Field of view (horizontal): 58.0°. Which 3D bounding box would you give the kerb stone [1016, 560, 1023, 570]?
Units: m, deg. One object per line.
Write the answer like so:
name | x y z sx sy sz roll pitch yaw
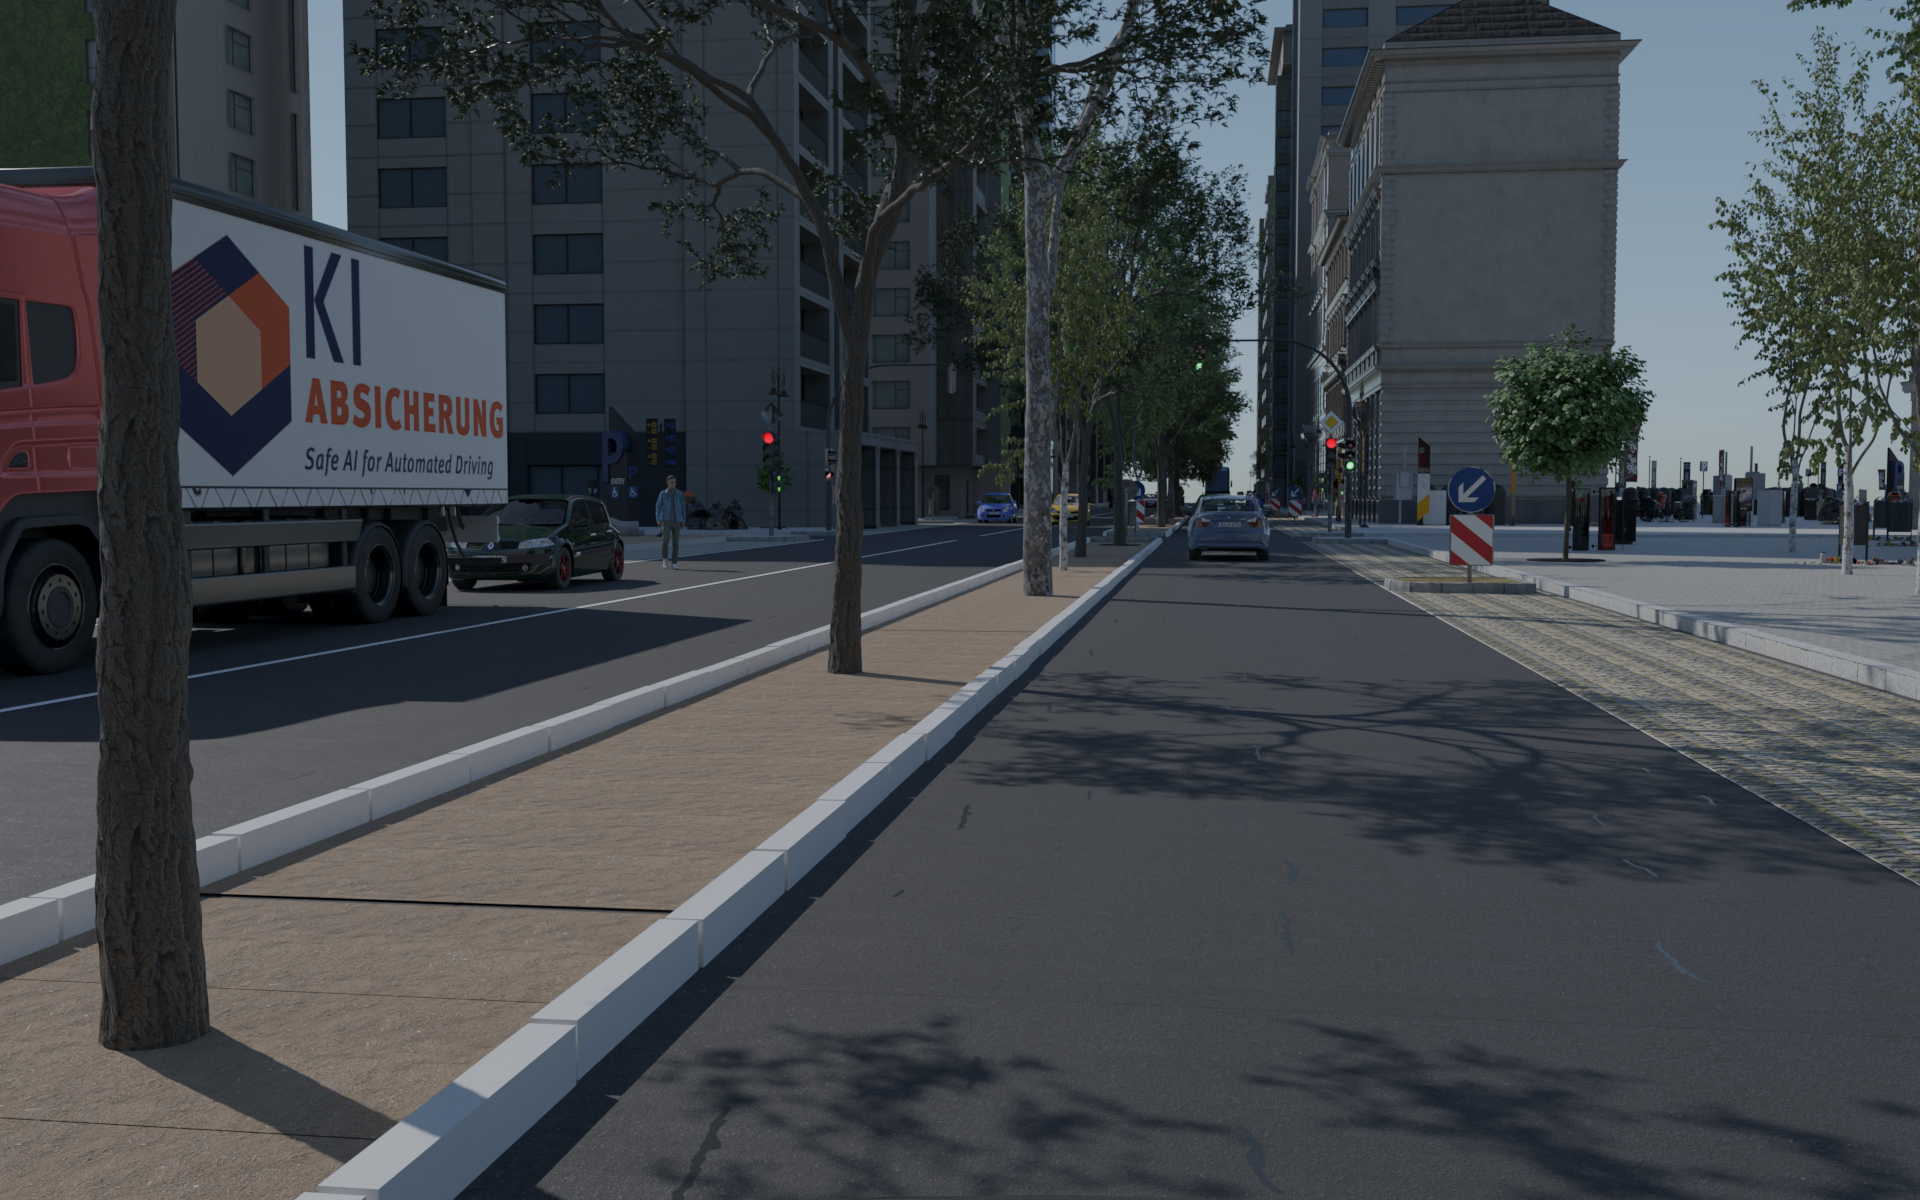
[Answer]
kerb stone | 1.034 -0.617 32.377 0.120 0.150 1.000 1 4 8

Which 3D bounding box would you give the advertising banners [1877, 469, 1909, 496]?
advertising banners | 65.192 -7.632 120.962 2.074 3.025 0.090 2 4 24

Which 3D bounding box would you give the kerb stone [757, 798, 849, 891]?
kerb stone | -0.609 0.944 6.753 0.120 0.150 1.000 1 4 8

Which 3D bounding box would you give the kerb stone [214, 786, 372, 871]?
kerb stone | -2.698 0.927 7.036 0.120 0.150 1.000 1 4 8

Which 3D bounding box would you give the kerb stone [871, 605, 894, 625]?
kerb stone | -0.910 0.186 19.186 0.120 0.150 1.000 1 4 8

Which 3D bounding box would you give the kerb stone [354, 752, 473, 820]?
kerb stone | -2.547 0.866 8.048 0.120 0.150 1.000 1 4 8

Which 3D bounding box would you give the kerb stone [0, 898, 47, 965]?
kerb stone | -2.989 1.052 5.003 0.120 0.150 1.000 1 4 8

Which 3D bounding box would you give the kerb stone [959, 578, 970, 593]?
kerb stone | -0.015 -0.188 25.268 0.120 0.150 1.000 1 4 8

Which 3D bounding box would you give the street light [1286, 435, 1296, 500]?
street light | 25.354 -9.744 132.101 0.468 5.910 1.993 1 4 8

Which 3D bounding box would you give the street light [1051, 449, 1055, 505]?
street light | 9.050 -11.971 168.516 0.468 5.910 1.993 1 4 8

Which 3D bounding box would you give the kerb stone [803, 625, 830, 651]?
kerb stone | -1.352 0.370 16.150 0.120 0.150 1.000 1 4 8

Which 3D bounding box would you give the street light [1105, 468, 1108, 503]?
street light | 21.320 -17.035 251.315 0.468 5.910 1.993 1 4 8

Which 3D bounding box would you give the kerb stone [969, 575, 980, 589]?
kerb stone | 0.143 -0.250 26.284 0.120 0.150 1.000 1 4 8

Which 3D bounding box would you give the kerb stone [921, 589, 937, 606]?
kerb stone | -0.465 -0.002 22.227 0.120 0.150 1.000 1 4 8

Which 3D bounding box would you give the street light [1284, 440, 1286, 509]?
street light | 27.343 -10.566 145.546 0.468 5.910 1.993 1 4 8

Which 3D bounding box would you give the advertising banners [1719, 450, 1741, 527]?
advertising banners | 29.954 -4.360 67.466 0.090 3.025 2.074 0 4 2

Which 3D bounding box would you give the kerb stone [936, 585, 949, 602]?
kerb stone | -0.311 -0.064 23.237 0.120 0.150 1.000 1 4 8

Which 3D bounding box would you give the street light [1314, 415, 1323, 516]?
street light | 20.836 -7.833 100.855 0.468 5.910 1.993 1 4 8

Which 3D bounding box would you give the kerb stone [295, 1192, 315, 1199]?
kerb stone | -1.217 1.193 2.684 0.120 0.150 1.000 1 4 8

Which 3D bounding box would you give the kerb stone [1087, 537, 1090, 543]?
kerb stone | 3.722 -1.742 50.681 0.120 0.150 1.000 1 4 8

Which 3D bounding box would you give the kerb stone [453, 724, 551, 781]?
kerb stone | -2.404 0.803 9.060 0.120 0.150 1.000 1 4 8

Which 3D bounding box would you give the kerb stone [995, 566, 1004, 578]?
kerb stone | 0.585 -0.437 29.338 0.120 0.150 1.000 1 4 8

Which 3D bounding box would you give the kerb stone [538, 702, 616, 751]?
kerb stone | -2.246 0.742 10.070 0.120 0.150 1.000 1 4 8

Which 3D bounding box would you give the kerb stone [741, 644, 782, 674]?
kerb stone | -1.652 0.501 14.121 0.120 0.150 1.000 1 4 8

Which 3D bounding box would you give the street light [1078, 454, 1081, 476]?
street light | 13.777 -13.899 200.030 0.468 5.910 1.993 1 4 8

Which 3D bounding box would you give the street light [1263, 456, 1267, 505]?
street light | 36.515 -14.369 207.713 0.468 5.910 1.993 1 4 8

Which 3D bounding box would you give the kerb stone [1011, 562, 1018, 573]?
kerb stone | 0.881 -0.561 31.366 0.120 0.150 1.000 1 4 8

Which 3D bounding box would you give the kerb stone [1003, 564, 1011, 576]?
kerb stone | 0.732 -0.499 30.350 0.120 0.150 1.000 1 4 8

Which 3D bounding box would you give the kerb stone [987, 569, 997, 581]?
kerb stone | 0.434 -0.373 28.328 0.120 0.150 1.000 1 4 8

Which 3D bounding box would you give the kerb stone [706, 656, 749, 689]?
kerb stone | -1.804 0.566 13.106 0.120 0.150 1.000 1 4 8

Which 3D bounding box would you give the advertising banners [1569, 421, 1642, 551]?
advertising banners | 14.736 -2.646 39.457 2.074 3.025 0.090 -1 4 -23

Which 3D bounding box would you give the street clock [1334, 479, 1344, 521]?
street clock | 17.766 -4.690 81.247 0.358 2.002 0.471 -3 4 -37

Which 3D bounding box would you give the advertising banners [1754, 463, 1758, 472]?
advertising banners | 44.972 -6.258 98.503 0.090 3.025 2.074 0 4 6

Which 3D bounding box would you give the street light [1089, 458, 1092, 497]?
street light | 16.578 -15.119 219.975 0.468 5.910 1.993 1 4 8

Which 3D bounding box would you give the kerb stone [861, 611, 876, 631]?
kerb stone | -1.062 0.246 18.174 0.120 0.150 1.000 1 4 8

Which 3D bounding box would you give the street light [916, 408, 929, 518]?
street light | -2.000 -7.352 92.999 0.468 5.910 1.993 1 4 8

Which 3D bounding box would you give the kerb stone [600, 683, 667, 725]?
kerb stone | -2.108 0.680 11.083 0.120 0.150 1.000 1 4 8

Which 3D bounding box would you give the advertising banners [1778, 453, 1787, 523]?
advertising banners | 35.794 -4.848 75.446 0.090 3.025 2.074 2 4 35

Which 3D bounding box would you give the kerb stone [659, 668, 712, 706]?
kerb stone | -1.950 0.619 12.093 0.120 0.150 1.000 1 4 8

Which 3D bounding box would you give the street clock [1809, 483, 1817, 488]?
street clock | 55.161 -6.570 111.991 0.471 2.002 0.358 2 4 33

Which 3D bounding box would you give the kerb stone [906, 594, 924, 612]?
kerb stone | -0.616 0.060 21.216 0.120 0.150 1.000 1 4 8

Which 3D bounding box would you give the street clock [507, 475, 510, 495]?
street clock | -17.112 -3.702 65.099 0.358 2.002 0.471 -3 4 -36

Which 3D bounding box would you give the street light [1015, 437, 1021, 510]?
street light | 4.577 -10.054 137.172 0.468 5.910 1.993 1 4 8

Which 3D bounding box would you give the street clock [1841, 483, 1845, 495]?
street clock | 57.589 -6.610 112.637 0.358 2.002 0.471 -3 5 -43

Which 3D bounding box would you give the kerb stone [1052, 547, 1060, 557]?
kerb stone | 2.233 -1.121 40.531 0.120 0.150 1.000 1 4 8

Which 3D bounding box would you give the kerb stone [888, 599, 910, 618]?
kerb stone | -0.761 0.123 20.204 0.120 0.150 1.000 1 4 8

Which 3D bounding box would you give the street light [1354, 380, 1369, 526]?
street light | 16.215 -5.949 70.048 0.468 5.910 1.993 1 4 8

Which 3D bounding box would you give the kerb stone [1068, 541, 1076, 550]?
kerb stone | 2.972 -1.431 45.596 0.120 0.150 1.000 1 4 8

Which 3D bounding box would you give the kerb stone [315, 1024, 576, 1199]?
kerb stone | -1.062 1.134 3.709 0.120 0.150 1.000 1 4 8

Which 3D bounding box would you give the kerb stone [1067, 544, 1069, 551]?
kerb stone | 2.525 -1.240 42.555 0.120 0.150 1.000 1 4 8

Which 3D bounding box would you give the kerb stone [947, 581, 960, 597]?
kerb stone | -0.167 -0.126 24.249 0.120 0.150 1.000 1 4 8

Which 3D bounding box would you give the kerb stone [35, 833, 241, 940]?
kerb stone | -2.844 0.993 6.021 0.120 0.150 1.000 1 4 8

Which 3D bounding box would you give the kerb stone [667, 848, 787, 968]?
kerb stone | -0.763 1.009 5.739 0.120 0.150 1.000 1 4 8

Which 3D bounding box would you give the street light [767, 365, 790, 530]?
street light | -6.497 -5.467 62.174 0.468 5.910 1.993 1 4 8

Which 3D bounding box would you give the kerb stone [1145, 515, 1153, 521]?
kerb stone | 10.662 -4.630 97.893 0.120 0.150 1.000 1 4 8

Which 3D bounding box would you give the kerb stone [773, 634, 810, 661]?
kerb stone | -1.508 0.432 15.133 0.120 0.150 1.000 1 4 8

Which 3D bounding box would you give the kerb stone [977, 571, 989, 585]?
kerb stone | 0.286 -0.312 27.303 0.120 0.150 1.000 1 4 8

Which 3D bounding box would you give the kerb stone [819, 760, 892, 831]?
kerb stone | -0.469 0.882 7.768 0.120 0.150 1.000 1 4 8

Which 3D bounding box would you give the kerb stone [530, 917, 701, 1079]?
kerb stone | -0.919 1.068 4.728 0.120 0.150 1.000 1 4 8

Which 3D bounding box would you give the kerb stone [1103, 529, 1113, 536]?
kerb stone | 5.141 -2.333 60.338 0.120 0.150 1.000 1 4 8
